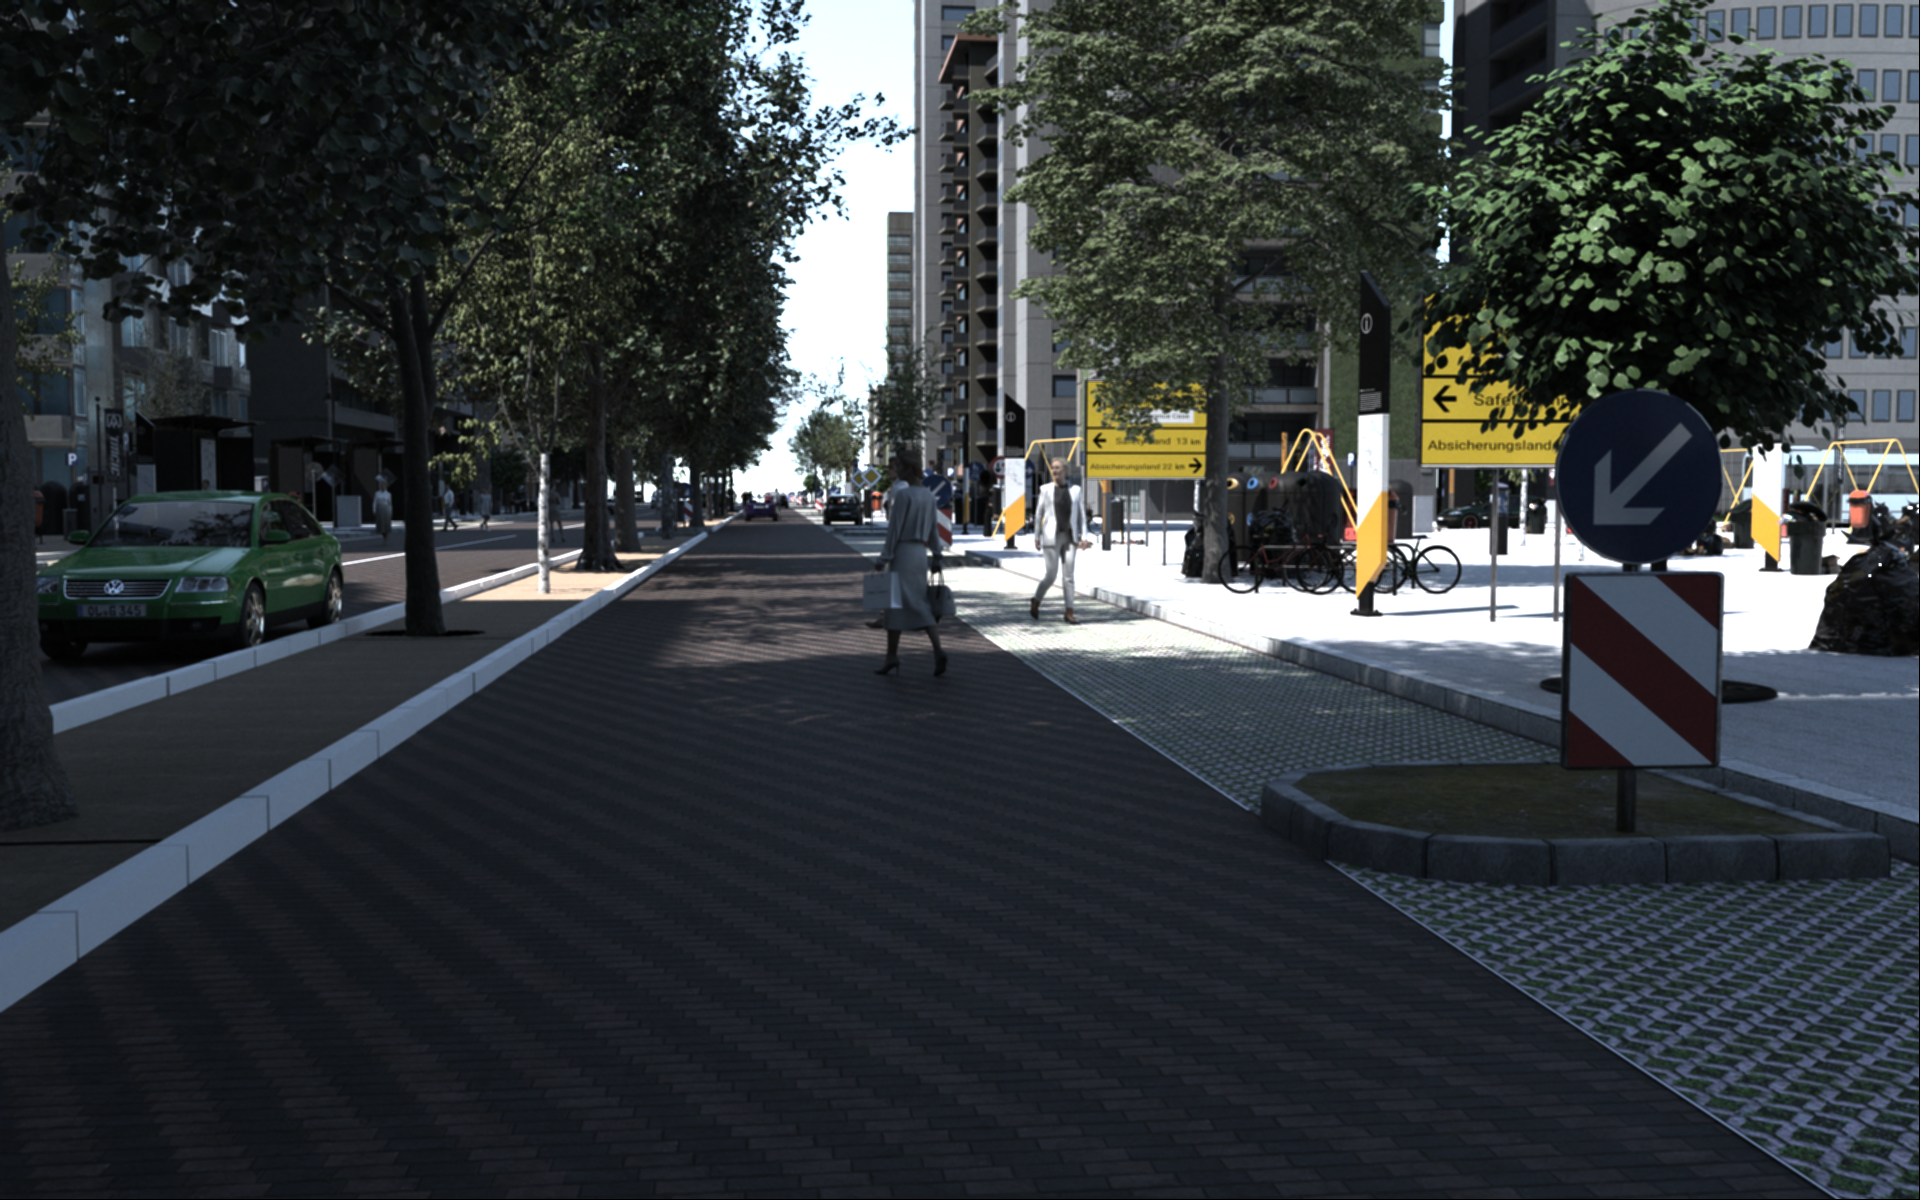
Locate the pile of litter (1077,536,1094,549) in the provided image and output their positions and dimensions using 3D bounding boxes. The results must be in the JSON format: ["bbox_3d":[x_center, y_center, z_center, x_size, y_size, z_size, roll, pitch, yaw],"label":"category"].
[{"bbox_3d":[2.661,-1.659,41.098,1.176,0.858,1.719,2,4,30],"label":"pile of litter"}]

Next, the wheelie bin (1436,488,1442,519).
[{"bbox_3d":[23.719,-4.762,85.774,0.980,1.594,0.693,-3,5,-45],"label":"wheelie bin"}]

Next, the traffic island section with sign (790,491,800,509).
[{"bbox_3d":[-14.992,-9.620,165.914,1.989,1.847,2.006,0,4,-6],"label":"traffic island section with sign"}]

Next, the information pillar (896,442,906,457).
[{"bbox_3d":[-2.621,-5.289,77.824,0.504,3.616,0.183,2,4,26],"label":"information pillar"}]

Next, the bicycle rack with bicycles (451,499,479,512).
[{"bbox_3d":[-35.697,-6.734,123.478,2.925,0.926,2.852,-2,4,-25],"label":"bicycle rack with bicycles"}]

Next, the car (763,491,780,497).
[{"bbox_3d":[-22.063,-11.962,204.253,2.281,1.827,5.304,0,4,-8],"label":"car"}]

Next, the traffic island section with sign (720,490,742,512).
[{"bbox_3d":[-18.694,-8.126,140.992,2.006,1.907,1.989,0,4,-6],"label":"traffic island section with sign"}]

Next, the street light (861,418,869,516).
[{"bbox_3d":[-5.722,-7.988,103.383,0.468,5.910,1.993,0,4,-6],"label":"street light"}]

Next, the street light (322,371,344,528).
[{"bbox_3d":[-23.604,-5.660,65.328,0.468,5.910,1.993,0,4,-6],"label":"street light"}]

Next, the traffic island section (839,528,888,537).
[{"bbox_3d":[-3.015,-2.272,59.424,2.009,0.180,2.903,0,4,-6],"label":"traffic island section"}]

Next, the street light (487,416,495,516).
[{"bbox_3d":[-27.902,-7.985,103.335,0.468,5.910,1.993,0,4,-6],"label":"street light"}]

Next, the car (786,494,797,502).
[{"bbox_3d":[-27.652,-16.724,283.034,1.945,1.707,3.694,0,4,-8],"label":"car"}]

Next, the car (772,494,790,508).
[{"bbox_3d":[-18.074,-10.017,173.561,2.009,1.686,4.222,0,4,-5],"label":"car"}]

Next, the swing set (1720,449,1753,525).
[{"bbox_3d":[27.309,-3.861,60.750,2.862,2.851,3.119,0,4,-8],"label":"swing set"}]

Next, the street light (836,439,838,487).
[{"bbox_3d":[-10.074,-10.312,141.385,0.468,5.910,1.993,0,4,-6],"label":"street light"}]

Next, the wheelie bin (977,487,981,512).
[{"bbox_3d":[0.521,-4.171,76.106,0.980,1.594,0.693,3,5,39],"label":"wheelie bin"}]

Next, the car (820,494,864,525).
[{"bbox_3d":[-5.418,-4.295,80.004,2.009,1.686,4.222,0,4,-7],"label":"car"}]

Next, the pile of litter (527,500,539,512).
[{"bbox_3d":[-30.651,-6.707,123.626,1.719,0.858,1.176,-1,4,-11],"label":"pile of litter"}]

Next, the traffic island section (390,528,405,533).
[{"bbox_3d":[-21.669,-2.639,65.428,2.009,0.180,2.903,0,4,-6],"label":"traffic island section"}]

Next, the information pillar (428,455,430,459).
[{"bbox_3d":[-29.814,-6.473,97.193,0.183,3.616,0.504,-2,4,-26],"label":"information pillar"}]

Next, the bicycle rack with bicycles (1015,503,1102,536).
[{"bbox_3d":[3.135,-2.503,54.310,2.925,0.926,2.852,0,4,7],"label":"bicycle rack with bicycles"}]

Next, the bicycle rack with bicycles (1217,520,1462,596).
[{"bbox_3d":[5.094,-0.574,22.767,2.925,0.926,2.852,1,4,23],"label":"bicycle rack with bicycles"}]

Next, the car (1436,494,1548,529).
[{"bbox_3d":[20.641,-3.509,67.153,4.222,1.686,2.009,0,4,-6],"label":"car"}]

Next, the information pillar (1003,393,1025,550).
[{"bbox_3d":[1.258,-2.979,40.053,0.504,3.616,0.183,0,4,6],"label":"information pillar"}]

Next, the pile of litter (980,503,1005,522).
[{"bbox_3d":[1.415,-4.092,80.862,1.719,0.858,1.176,0,4,4],"label":"pile of litter"}]

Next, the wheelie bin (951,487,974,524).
[{"bbox_3d":[0.068,-3.990,73.140,0.693,1.594,0.980,1,4,12],"label":"wheelie bin"}]

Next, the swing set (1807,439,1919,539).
[{"bbox_3d":[26.504,-3.264,50.984,2.862,2.851,3.119,0,4,-6],"label":"swing set"}]

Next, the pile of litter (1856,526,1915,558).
[{"bbox_3d":[18.821,-1.295,35.145,1.176,0.858,1.719,3,5,43],"label":"pile of litter"}]

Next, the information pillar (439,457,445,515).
[{"bbox_3d":[-31.273,-6.919,104.484,0.504,3.616,0.183,3,5,41],"label":"information pillar"}]

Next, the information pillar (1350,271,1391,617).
[{"bbox_3d":[4.305,-1.634,18.070,0.183,3.616,0.504,-1,4,-18],"label":"information pillar"}]

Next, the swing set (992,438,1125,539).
[{"bbox_3d":[2.743,-3.184,49.674,2.862,2.851,3.119,-2,4,-23],"label":"swing set"}]

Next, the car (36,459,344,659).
[{"bbox_3d":[-7.219,-0.473,16.525,1.959,1.807,4.718,0,4,-6],"label":"car"}]

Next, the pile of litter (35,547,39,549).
[{"bbox_3d":[-22.111,-1.579,39.774,1.719,0.858,1.176,-2,4,-33],"label":"pile of litter"}]

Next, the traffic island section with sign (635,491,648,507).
[{"bbox_3d":[-35.417,-11.152,190.956,1.989,1.847,2.006,0,4,-6],"label":"traffic island section with sign"}]

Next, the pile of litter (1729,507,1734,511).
[{"bbox_3d":[26.000,-2.689,57.923,1.176,0.858,1.719,-3,5,-41],"label":"pile of litter"}]

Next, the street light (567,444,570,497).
[{"bbox_3d":[-32.099,-10.338,141.815,0.468,5.910,1.993,0,4,-6],"label":"street light"}]

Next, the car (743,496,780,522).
[{"bbox_3d":[-10.496,-4.835,91.630,1.945,1.354,3.894,0,4,-5],"label":"car"}]

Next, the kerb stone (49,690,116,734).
[{"bbox_3d":[-5.475,0.704,10.679,0.120,0.150,1.000,0,4,-6],"label":"kerb stone"}]

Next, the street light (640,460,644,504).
[{"bbox_3d":[-41.095,-15.369,224.072,0.468,5.910,1.993,0,4,-6],"label":"street light"}]

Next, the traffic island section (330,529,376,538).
[{"bbox_3d":[-20.801,-2.153,57.490,2.009,0.180,2.903,0,4,-6],"label":"traffic island section"}]

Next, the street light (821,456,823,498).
[{"bbox_3d":[-14.284,-12.664,179.847,0.468,5.910,1.993,0,4,-6],"label":"street light"}]

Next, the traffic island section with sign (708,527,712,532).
[{"bbox_3d":[-10.512,-3.557,66.298,2.006,1.907,1.989,0,4,-6],"label":"traffic island section with sign"}]

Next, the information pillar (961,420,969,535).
[{"bbox_3d":[0.183,-3.876,54.725,0.183,3.616,0.504,-1,4,-13],"label":"information pillar"}]

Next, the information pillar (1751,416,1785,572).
[{"bbox_3d":[13.327,-2.273,28.518,0.183,3.616,0.504,-3,4,-38],"label":"information pillar"}]

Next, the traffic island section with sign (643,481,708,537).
[{"bbox_3d":[-9.716,-3.107,58.934,2.006,1.907,1.989,0,4,-6],"label":"traffic island section with sign"}]

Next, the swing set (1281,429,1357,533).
[{"bbox_3d":[8.702,-2.770,42.909,2.862,2.851,3.119,1,4,17],"label":"swing set"}]

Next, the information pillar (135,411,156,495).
[{"bbox_3d":[-22.879,-3.505,48.669,0.504,3.616,0.183,0,4,-2],"label":"information pillar"}]

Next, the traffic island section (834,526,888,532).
[{"bbox_3d":[-3.883,-2.757,67.362,2.009,0.180,2.903,0,4,-6],"label":"traffic island section"}]

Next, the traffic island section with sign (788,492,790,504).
[{"bbox_3d":[-18.027,-11.313,193.587,1.989,1.847,2.006,0,4,-6],"label":"traffic island section with sign"}]

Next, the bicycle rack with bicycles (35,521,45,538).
[{"bbox_3d":[-28.156,-2.216,49.617,2.925,0.926,2.852,-1,4,-10],"label":"bicycle rack with bicycles"}]

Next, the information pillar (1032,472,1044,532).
[{"bbox_3d":[2.606,-3.274,58.017,0.304,2.012,0.304,-2,4,-30],"label":"information pillar"}]

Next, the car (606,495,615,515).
[{"bbox_3d":[-24.782,-6.606,120.596,1.945,1.354,3.894,0,4,-5],"label":"car"}]

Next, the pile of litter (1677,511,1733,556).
[{"bbox_3d":[15.429,-1.376,36.464,1.719,0.858,1.176,-2,4,-34],"label":"pile of litter"}]
